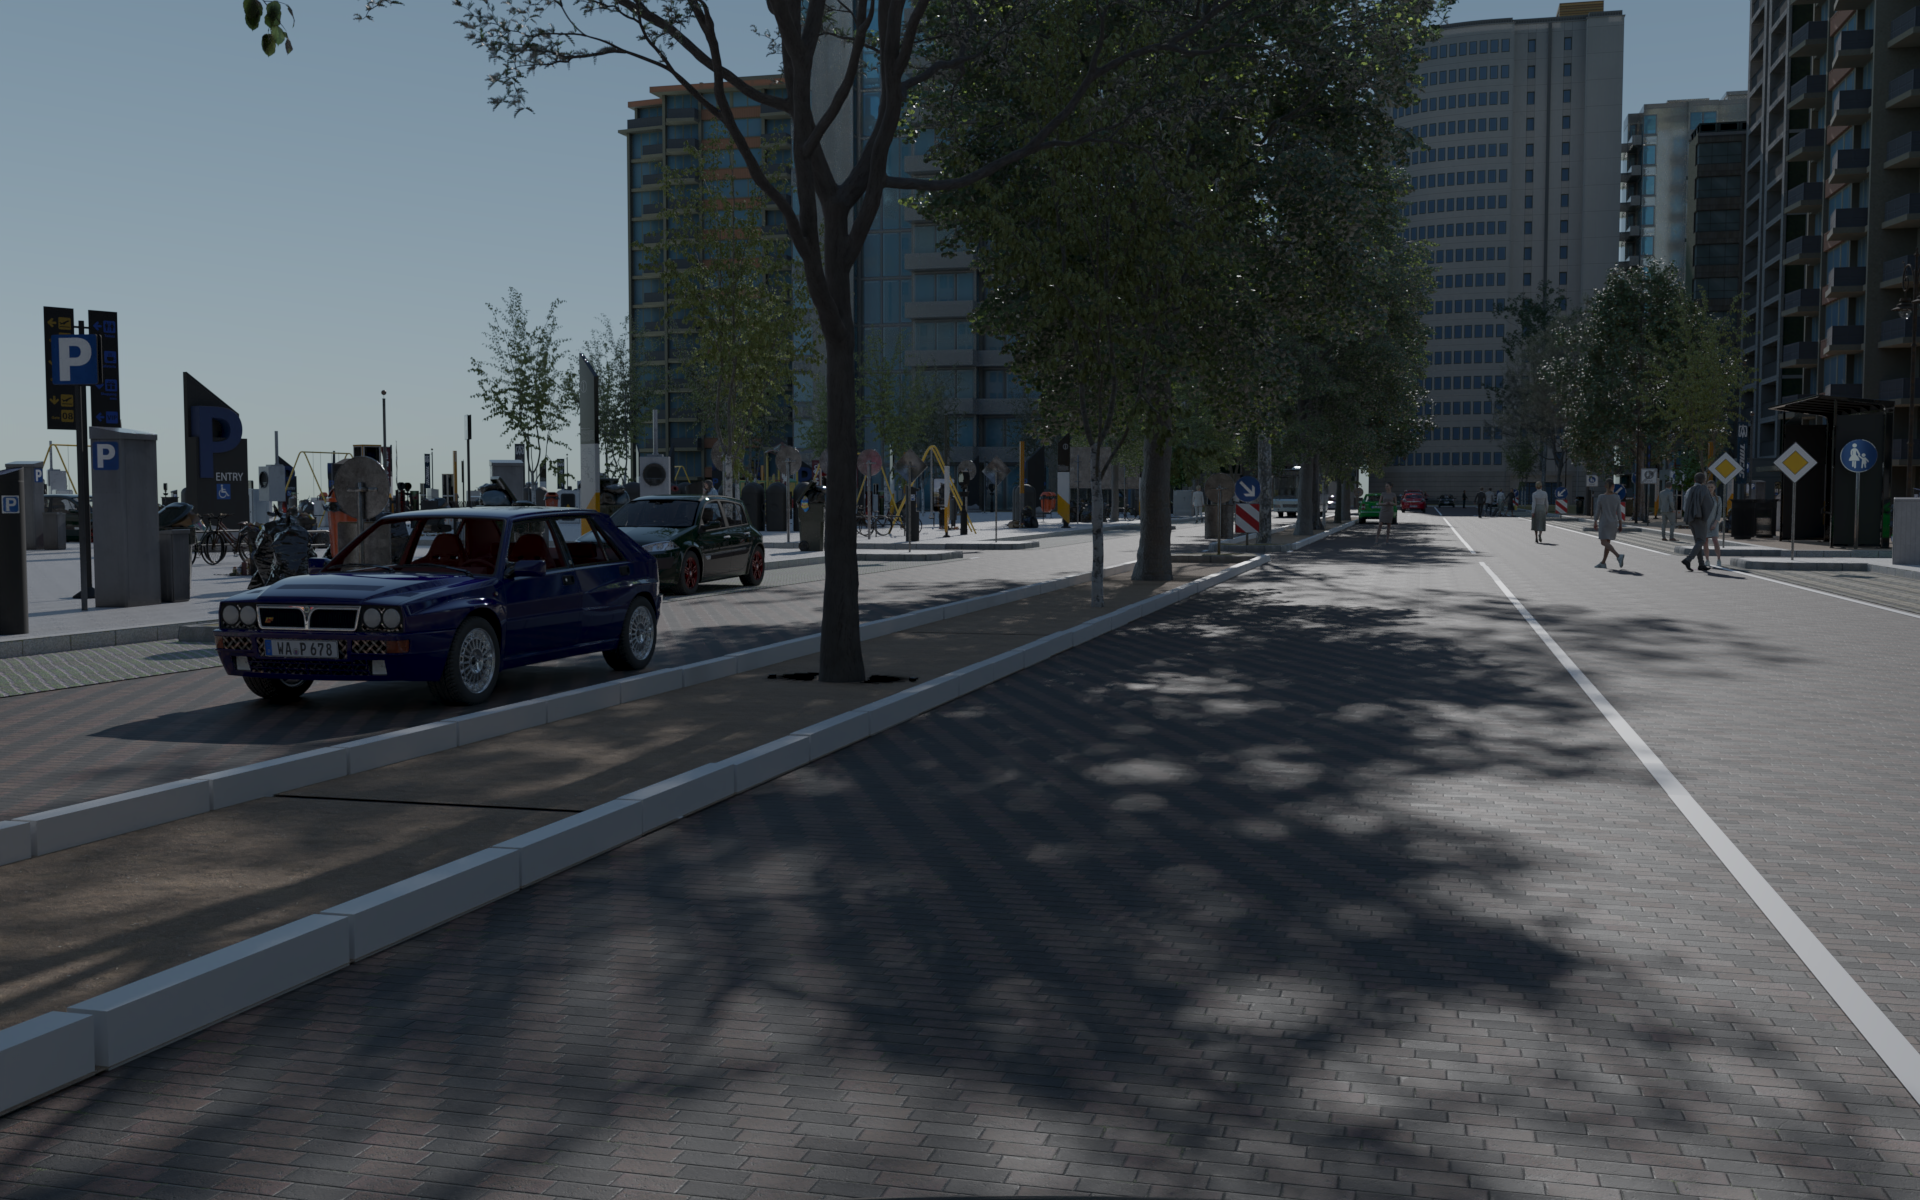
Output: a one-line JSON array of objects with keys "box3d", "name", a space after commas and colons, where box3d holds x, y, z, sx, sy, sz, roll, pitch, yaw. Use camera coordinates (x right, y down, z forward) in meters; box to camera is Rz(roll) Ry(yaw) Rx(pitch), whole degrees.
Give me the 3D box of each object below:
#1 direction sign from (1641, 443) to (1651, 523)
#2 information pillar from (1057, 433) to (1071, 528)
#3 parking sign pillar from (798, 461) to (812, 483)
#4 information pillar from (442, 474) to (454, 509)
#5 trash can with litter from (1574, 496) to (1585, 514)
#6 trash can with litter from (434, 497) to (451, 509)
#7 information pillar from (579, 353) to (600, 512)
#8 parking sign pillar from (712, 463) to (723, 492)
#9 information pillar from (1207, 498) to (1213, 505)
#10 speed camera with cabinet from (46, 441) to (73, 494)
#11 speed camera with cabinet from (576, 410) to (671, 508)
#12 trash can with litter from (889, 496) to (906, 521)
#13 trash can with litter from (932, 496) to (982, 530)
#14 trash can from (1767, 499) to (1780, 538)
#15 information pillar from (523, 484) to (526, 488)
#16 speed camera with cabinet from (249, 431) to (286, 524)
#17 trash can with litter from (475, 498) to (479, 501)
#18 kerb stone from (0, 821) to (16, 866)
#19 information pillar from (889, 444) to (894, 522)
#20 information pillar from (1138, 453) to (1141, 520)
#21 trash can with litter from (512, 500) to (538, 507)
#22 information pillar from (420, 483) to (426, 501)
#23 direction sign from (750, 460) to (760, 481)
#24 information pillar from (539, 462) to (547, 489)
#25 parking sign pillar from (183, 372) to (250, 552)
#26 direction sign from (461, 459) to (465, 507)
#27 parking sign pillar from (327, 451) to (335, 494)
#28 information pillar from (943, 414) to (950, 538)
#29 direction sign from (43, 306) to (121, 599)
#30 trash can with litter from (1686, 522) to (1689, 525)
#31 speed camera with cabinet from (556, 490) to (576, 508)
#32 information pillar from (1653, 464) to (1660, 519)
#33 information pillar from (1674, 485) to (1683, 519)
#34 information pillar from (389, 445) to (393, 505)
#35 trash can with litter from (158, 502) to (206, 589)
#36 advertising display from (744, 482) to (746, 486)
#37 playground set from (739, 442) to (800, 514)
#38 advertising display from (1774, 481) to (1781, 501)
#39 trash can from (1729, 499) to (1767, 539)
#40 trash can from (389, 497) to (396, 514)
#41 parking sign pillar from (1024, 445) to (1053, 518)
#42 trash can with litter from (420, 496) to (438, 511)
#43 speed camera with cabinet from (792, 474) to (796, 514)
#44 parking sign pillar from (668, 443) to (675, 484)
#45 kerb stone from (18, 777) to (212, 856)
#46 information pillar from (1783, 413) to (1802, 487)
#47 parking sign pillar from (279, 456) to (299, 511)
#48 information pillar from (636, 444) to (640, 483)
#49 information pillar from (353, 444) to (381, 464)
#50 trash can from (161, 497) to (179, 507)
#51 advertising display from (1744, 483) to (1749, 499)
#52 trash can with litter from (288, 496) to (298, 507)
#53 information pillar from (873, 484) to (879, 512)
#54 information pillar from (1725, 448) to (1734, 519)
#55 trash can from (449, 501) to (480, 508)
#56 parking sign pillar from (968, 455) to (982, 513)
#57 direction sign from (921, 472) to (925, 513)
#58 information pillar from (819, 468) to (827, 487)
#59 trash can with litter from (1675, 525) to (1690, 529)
[{"box3d": [30.543, -5.200, 77.013, 0.379, 3.537, 0.876, 0, 4, 6], "name": "direction sign"}, {"box3d": [3.925, -4.522, 65.289, 0.504, 3.616, 0.183, 2, 4, 27], "name": "information pillar"}, {"box3d": [-11.143, -8.327, 124.623, 1.447, 3.967, 1.447, -1, 4, -11], "name": "parking sign pillar"}, {"box3d": [-18.492, -3.553, 62.576, 0.304, 2.012, 0.304, 2, 4, 32], "name": "information pillar"}, {"box3d": [39.707, -6.096, 111.057, 0.624, 1.170, 1.055, 1, 4, 20], "name": "trash can with litter"}, {"box3d": [-17.388, -2.815, 57.418, 0.624, 1.170, 1.055, 1, 4, 9], "name": "trash can with litter"}, {"box3d": [-6.135, -2.282, 28.672, 0.183, 3.616, 0.504, -3, 5, -42], "name": "information pillar"}, {"box3d": [-12.955, -6.420, 93.445, 1.447, 3.967, 1.447, 1, 4, 14], "name": "parking sign pillar"}, {"box3d": [16.192, -6.584, 112.147, 0.304, 2.012, 0.304, 2, 4, 28], "name": "information pillar"}, {"box3d": [-33.115, -4.245, 63.743, 0.660, 3.252, 2.038, -2, 4, -35], "name": "speed camera with cabinet"}, {"box3d": [-7.801, -2.816, 40.382, 2.038, 3.252, 0.660, 0, 4, -5], "name": "speed camera with cabinet"}, {"box3d": [-3.032, -4.287, 81.486, 1.055, 1.170, 0.624, -1, 4, -12], "name": "trash can with litter"}, {"box3d": [-0.224, -3.157, 62.676, 1.678, 1.210, 2.233, -1, 4, -13], "name": "trash can with litter"}, {"box3d": [23.581, -2.389, 50.718, 0.748, 1.137, 0.748, 0, 3, 0], "name": "trash can"}, {"box3d": [-32.707, -7.691, 130.234, 0.304, 2.012, 0.304, 3, 4, 36], "name": "information pillar"}, {"box3d": [-22.028, -3.685, 54.579, 2.038, 3.252, 0.660, 3, 5, 41], "name": "speed camera with cabinet"}, {"box3d": [-14.119, -2.483, 51.989, 0.624, 1.170, 1.055, -3, 4, -38], "name": "trash can with litter"}, {"box3d": [-3.821, 0.972, 6.307, 0.120, 0.150, 1.000, 1, 4, 15], "name": "kerb stone"}, {"box3d": [-3.153, -5.446, 80.399, 0.183, 3.616, 0.504, -1, 4, -16], "name": "information pillar"}, {"box3d": [9.043, -5.843, 86.886, 0.183, 3.616, 0.504, 0, 4, 3], "name": "information pillar"}, {"box3d": [-7.552, -1.178, 30.640, 0.624, 1.170, 1.055, 1, 4, 17], "name": "trash can with litter"}, {"box3d": [-36.071, -6.845, 116.409, 0.304, 2.012, 0.304, 1, 4, 17], "name": "information pillar"}, {"box3d": [-13.556, -7.496, 114.564, 0.379, 3.537, 0.876, 3, 5, 43], "name": "direction sign"}, {"box3d": [-27.504, -7.521, 114.319, 0.504, 3.616, 0.183, -3, 5, -40], "name": "information pillar"}, {"box3d": [-16.598, -3.071, 38.688, 1.447, 3.967, 1.447, 2, 4, 32], "name": "parking sign pillar"}, {"box3d": [-33.824, -7.699, 117.879, 0.379, 3.537, 0.876, 0, 4, -6], "name": "direction sign"}, {"box3d": [-38.827, -7.255, 107.089, 1.447, 3.967, 1.447, -1, 4, -18], "name": "parking sign pillar"}, {"box3d": [-0.385, -3.662, 51.222, 0.183, 3.616, 0.504, 0, 4, 8], "name": "information pillar"}, {"box3d": [-10.749, -1.791, 21.281, 0.379, 3.537, 0.876, 3, 4, 38], "name": "direction sign"}, {"box3d": [30.735, -3.714, 72.118, 1.055, 1.170, 0.624, 2, 4, 26], "name": "trash can with litter"}, {"box3d": [-16.443, -4.958, 75.398, 2.038, 3.252, 0.660, 0, 4, 3], "name": "speed camera with cabinet"}, {"box3d": [35.741, -5.960, 88.796, 0.183, 3.616, 0.504, 3, 4, 36], "name": "information pillar"}, {"box3d": [36.552, -5.117, 88.160, 0.304, 2.012, 0.304, 0, 4, -1], "name": "information pillar"}, {"box3d": [-26.918, -5.539, 81.923, 0.183, 3.616, 0.504, 0, 4, -6], "name": "information pillar"}, {"box3d": [-10.546, -0.701, 22.853, 0.624, 1.170, 1.055, 1, 4, 21], "name": "trash can with litter"}, {"box3d": [-11.453, -5.401, 93.523, 0.123, 1.923, 0.974, 0, 4, 8], "name": "advertising display"}, {"box3d": [-10.247, -6.747, 97.095, 5.637, 4.214, 5.302, 2, 4, 26], "name": "playground set"}, {"box3d": [42.079, -5.089, 88.420, 0.974, 1.923, 0.123, 3, 5, 45], "name": "advertising display"}, {"box3d": [22.207, -2.292, 49.123, 0.748, 1.137, 0.748, 0, 3, 0], "name": "trash can"}, {"box3d": [-23.551, -3.718, 72.447, 0.748, 1.137, 0.748, 0, 3, 0], "name": "trash can"}, {"box3d": [4.022, -6.515, 94.985, 1.447, 3.967, 1.447, -3, 5, -44], "name": "parking sign pillar"}, {"box3d": [-16.615, -2.564, 52.984, 2.233, 1.210, 1.678, 0, 4, -8], "name": "trash can with litter"}, {"box3d": [-10.765, -7.200, 112.058, 0.660, 3.252, 2.038, 0, 4, 7], "name": "speed camera with cabinet"}, {"box3d": [-15.384, -6.296, 91.415, 1.447, 3.967, 1.447, 0, 4, 2], "name": "parking sign pillar"}, {"box3d": [-3.555, 0.911, 7.302, 0.120, 0.150, 1.000, 1, 4, 15], "name": "kerb stone"}, {"box3d": [23.310, -3.498, 48.549, 0.504, 3.616, 0.183, 1, 4, 19], "name": "information pillar"}, {"box3d": [-46.312, -7.995, 119.188, 1.447, 3.967, 1.447, 2, 4, 32], "name": "parking sign pillar"}, {"box3d": [-15.158, -5.523, 81.648, 0.183, 3.616, 0.504, -1, 4, -22], "name": "information pillar"}, {"box3d": [-8.799, -1.301, 25.762, 0.304, 2.012, 0.304, 3, 5, 45], "name": "information pillar"}, {"box3d": [-42.794, -5.010, 93.573, 0.748, 1.137, 0.748, 0, 3, 0], "name": "trash can"}, {"box3d": [44.766, -5.661, 97.765, 0.123, 1.923, 0.974, -3, 5, -41], "name": "advertising display"}, {"box3d": [-30.356, -4.170, 79.239, 2.233, 1.210, 1.678, 2, 4, 31], "name": "trash can with litter"}, {"box3d": [-6.007, -7.308, 123.971, 0.304, 2.012, 0.304, -3, 5, -43], "name": "information pillar"}, {"box3d": [39.283, -5.930, 88.311, 0.183, 3.616, 0.504, 0, 4, -2], "name": "information pillar"}, {"box3d": [-10.138, -1.473, 35.730, 0.748, 1.137, 0.748, 0, 3, 0], "name": "trash can"}, {"box3d": [0.776, -8.060, 120.258, 1.447, 3.967, 1.447, 3, 4, 38], "name": "parking sign pillar"}, {"box3d": [-2.484, -7.575, 115.855, 0.379, 3.537, 0.876, 0, 4, -1], "name": "direction sign"}, {"box3d": [-3.819, -2.730, 49.121, 0.304, 2.012, 0.304, -1, 4, -9], "name": "information pillar"}, {"box3d": [27.253, -3.256, 64.298, 2.233, 1.210, 1.678, -1, 4, -16], "name": "trash can with litter"}]
